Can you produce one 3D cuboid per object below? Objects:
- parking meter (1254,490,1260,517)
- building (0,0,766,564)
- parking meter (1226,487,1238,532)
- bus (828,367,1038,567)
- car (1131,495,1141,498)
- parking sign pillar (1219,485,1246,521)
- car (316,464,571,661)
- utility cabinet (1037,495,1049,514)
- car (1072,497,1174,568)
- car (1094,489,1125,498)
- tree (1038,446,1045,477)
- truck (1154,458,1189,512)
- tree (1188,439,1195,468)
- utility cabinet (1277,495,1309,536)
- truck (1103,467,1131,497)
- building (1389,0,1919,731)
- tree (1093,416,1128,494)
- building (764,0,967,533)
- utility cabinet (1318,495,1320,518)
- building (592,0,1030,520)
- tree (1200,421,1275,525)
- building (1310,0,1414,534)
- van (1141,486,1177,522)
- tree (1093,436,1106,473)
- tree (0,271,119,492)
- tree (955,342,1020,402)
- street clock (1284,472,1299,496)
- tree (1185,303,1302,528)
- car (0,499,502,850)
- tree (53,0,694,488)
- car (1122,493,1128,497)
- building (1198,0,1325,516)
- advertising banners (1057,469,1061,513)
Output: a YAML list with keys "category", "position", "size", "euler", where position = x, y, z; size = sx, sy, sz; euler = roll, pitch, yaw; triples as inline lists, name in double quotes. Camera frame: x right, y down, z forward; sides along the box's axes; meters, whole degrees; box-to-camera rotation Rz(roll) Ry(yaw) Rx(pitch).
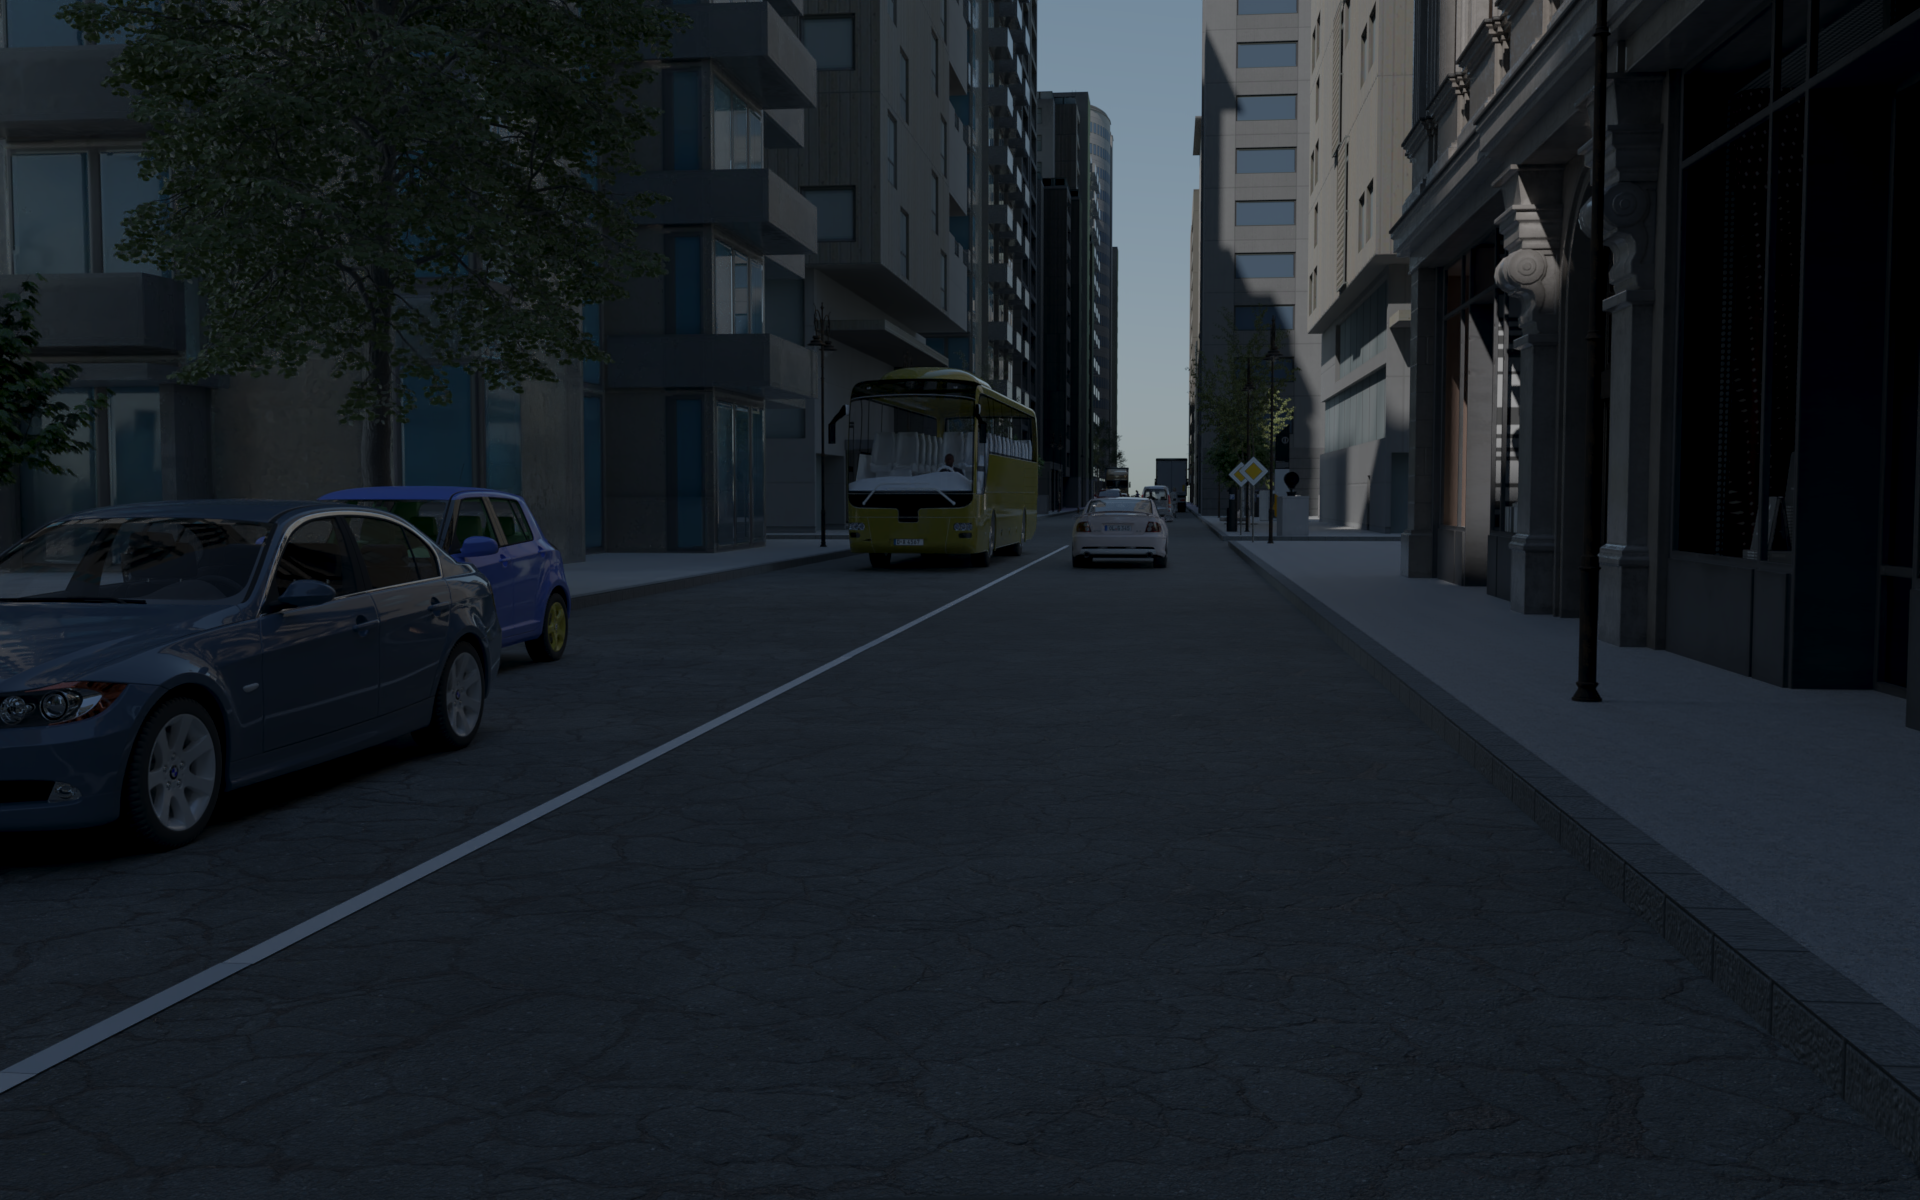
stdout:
- category: "parking meter"
  position: [16.416, -5.345, 95.795]
  size: [0.372, 1.533, 0.369]
  euler: [0, 3, 0]
- category: "building"
  position: [-19.138, -25.582, 37.880]
  size: [30.456, 49.044, 23.786]
  euler: [0, 4, 7]
- category: "parking meter"
  position: [9.266, -3.093, 58.979]
  size: [0.372, 1.533, 0.369]
  euler: [0, 3, 0]
- category: "bus"
  position: [-0.137, -2.795, 37.242]
  size: [2.896, 3.916, 12.252]
  euler: [0, 4, 8]
- category: "car"
  position: [28.614, -16.546, 283.114]
  size: [1.945, 1.354, 3.894]
  euler: [1, 4, 9]
- category: "parking sign pillar"
  position: [12.978, -5.699, 81.644]
  size: [1.447, 3.967, 1.447]
  euler: [1, 4, 18]
- category: "car"
  position: [-4.424, -0.249, 13.669]
  size: [1.945, 1.707, 3.694]
  euler: [0, 4, 7]
- category: "utility cabinet"
  position: [5.113, -6.043, 109.965]
  size: [1.020, 1.237, 0.306]
  euler: [2, 4, 25]
- category: "car"
  position: [3.279, -1.390, 35.083]
  size: [2.083, 1.381, 4.827]
  euler: [0, 4, 7]
- category: "car"
  position: [10.966, -7.224, 126.777]
  size: [2.281, 1.827, 5.304]
  euler: [0, 4, 7]
- category: "tree"
  position: [2.989, -6.746, 94.012]
  size: [4.285, 4.588, 4.351]
  euler: [0, 3, 0]
- category: "truck"
  position: [17.116, -9.253, 140.198]
  size: [2.839, 4.237, 11.283]
  euler: [0, 4, 7]
- category: "tree"
  position: [29.632, -16.012, 212.154]
  size: [4.360, 8.622, 3.978]
  euler: [0, 3, 0]
- category: "utility cabinet"
  position: [10.215, -2.570, 53.186]
  size: [1.020, 1.237, 0.306]
  euler: [-2, 4, -26]
- category: "truck"
  position: [16.680, -11.925, 183.889]
  size: [2.839, 4.237, 11.283]
  euler: [0, 4, 5]
- category: "building"
  position: [11.191, -10.639, 24.858]
  size: [10.553, 20.767, 40.483]
  euler: [0, 4, 7]
- category: "tree"
  position: [16.768, -16.675, 207.053]
  size: [7.601, 10.594, 8.767]
  euler: [-2, 4, -29]
- category: "building"
  position: [-14.274, -29.327, 68.741]
  size: [28.713, 52.752, 27.495]
  euler: [0, 4, 7]
- category: "utility cabinet"
  position: [19.731, -4.997, 92.869]
  size: [1.020, 1.237, 0.306]
  euler: [0, 4, 3]
- category: "building"
  position: [-7.214, -30.152, 112.594]
  size: [23.786, 49.044, 30.456]
  euler: [0, 4, 7]
- category: "tree"
  position: [11.874, -5.493, 73.522]
  size: [4.285, 4.588, 4.351]
  euler: [0, 3, 0]
- category: "building"
  position: [27.240, -29.033, 63.929]
  size: [27.495, 52.752, 28.713]
  euler: [0, 4, 7]
- category: "van"
  position: [10.157, -5.043, 89.457]
  size: [2.013, 2.044, 4.112]
  euler: [1, 4, 8]
- category: "tree"
  position: [14.308, -15.015, 195.863]
  size: [4.737, 8.622, 4.395]
  euler: [0, 3, 0]
- category: "tree"
  position: [-7.184, -1.120, 12.917]
  size: [1.663, 3.219, 1.824]
  euler: [0, 3, 0]
- category: "tree"
  position: [0.909, -8.231, 84.935]
  size: [4.360, 8.622, 3.978]
  euler: [0, 3, 0]
- category: "street clock"
  position: [10.744, -3.156, 56.165]
  size: [0.471, 2.002, 0.358]
  euler: [0, 4, 0]
- category: "tree"
  position: [10.792, -7.076, 66.062]
  size: [4.737, 8.622, 4.395]
  euler: [0, 3, 0]
- category: "car"
  position: [-3.795, 0.209, 8.578]
  size: [2.014, 1.417, 4.499]
  euler: [0, 4, 8]
- category: "tree"
  position: [-6.795, -6.265, 20.561]
  size: [7.486, 12.596, 7.792]
  euler: [0, 3, 0]
- category: "car"
  position: [13.270, -8.287, 144.525]
  size: [2.155, 1.783, 4.494]
  euler: [1, 4, 8]
- category: "building"
  position: [26.278, -34.885, 112.369]
  size: [21.231, 58.520, 28.212]
  euler: [0, 4, 7]
- category: "advertising banners"
  position: [6.927, -7.630, 120.940]
  size: [0.090, 3.025, 2.074]
  euler: [1, 4, 9]
